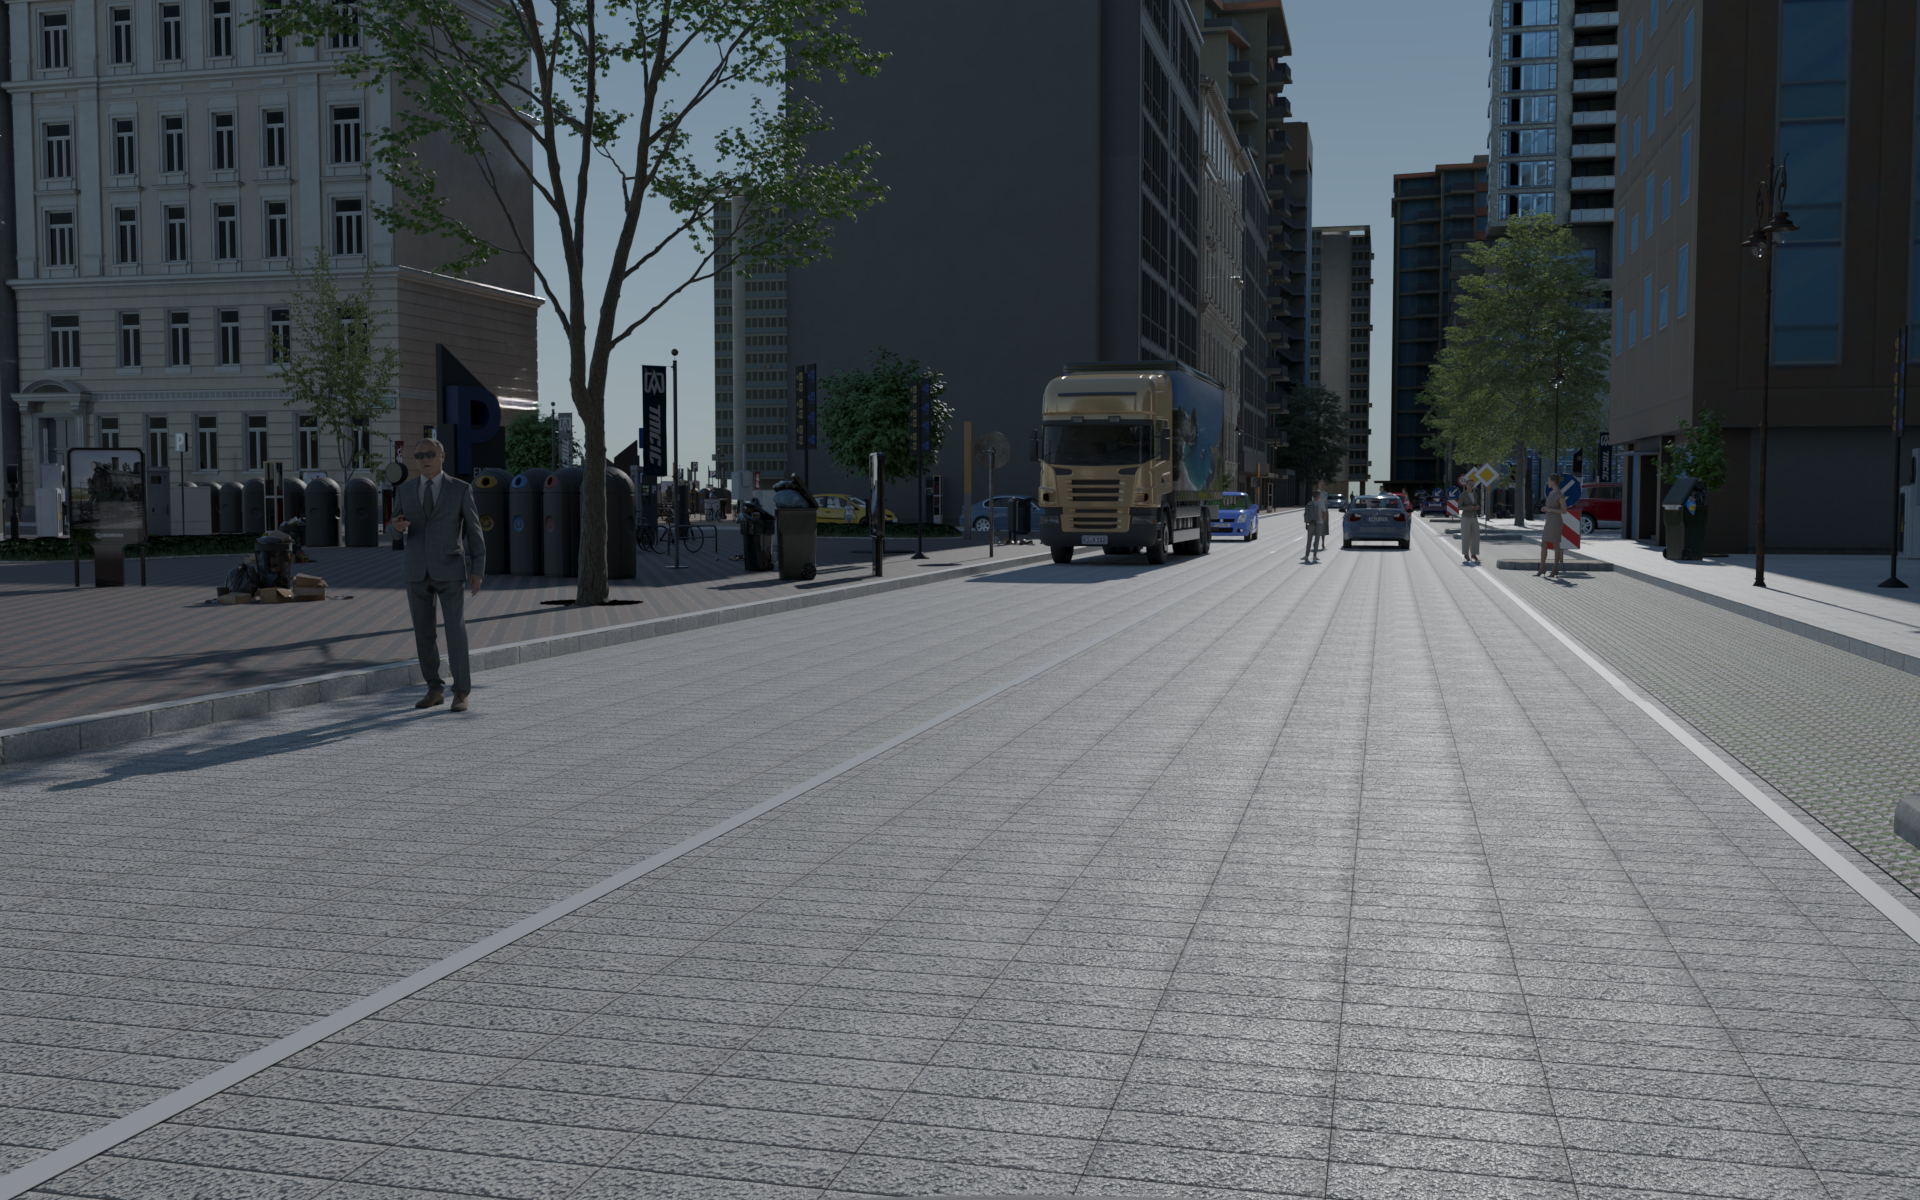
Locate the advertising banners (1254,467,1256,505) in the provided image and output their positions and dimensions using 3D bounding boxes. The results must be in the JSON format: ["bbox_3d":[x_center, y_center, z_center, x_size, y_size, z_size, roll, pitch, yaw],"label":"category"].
[{"bbox_3d":[17.285,-6.444,101.551,0.090,3.025,2.074,1,4,11],"label":"advertising banners"}]

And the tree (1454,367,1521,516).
[{"bbox_3d":[30.138,-9.101,99.158,4.360,8.622,3.978,0,3,0],"label":"tree"}]

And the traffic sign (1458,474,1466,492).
[{"bbox_3d":[32.425,-6.813,111.497,0.768,2.556,0.104,1,4,18],"label":"traffic sign"}]

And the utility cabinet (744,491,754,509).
[{"bbox_3d":[-16.670,-7.848,136.993,1.173,1.500,0.318,1,4,23],"label":"utility cabinet"}]

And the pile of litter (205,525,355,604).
[{"bbox_3d":[-8.157,-0.422,20.860,1.719,0.858,1.176,-1,4,-20],"label":"pile of litter"}]

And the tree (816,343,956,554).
[{"bbox_3d":[-1.650,-3.319,37.982,4.285,4.588,4.351,0,3,0],"label":"tree"}]

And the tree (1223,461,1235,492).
[{"bbox_3d":[13.038,-5.665,87.228,1.663,3.219,1.824,0,3,0],"label":"tree"}]

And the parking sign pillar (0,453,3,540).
[{"bbox_3d":[-20.383,-2.903,35.944,1.447,3.967,1.447,-1,4,-8],"label":"parking sign pillar"}]

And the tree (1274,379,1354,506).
[{"bbox_3d":[38.912,-17.509,192.921,9.857,13.997,8.962,0,3,0],"label":"tree"}]

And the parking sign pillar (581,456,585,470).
[{"bbox_3d":[-26.033,-8.042,119.953,1.447,3.967,1.447,-3,4,-36],"label":"parking sign pillar"}]

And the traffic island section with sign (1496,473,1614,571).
[{"bbox_3d":[11.307,-1.492,33.024,1.989,1.847,2.006,1,4,14],"label":"traffic island section with sign"}]

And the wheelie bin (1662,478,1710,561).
[{"bbox_3d":[14.119,-1.578,33.707,0.693,1.594,0.980,-1,4,-12],"label":"wheelie bin"}]

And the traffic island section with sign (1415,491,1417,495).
[{"bbox_3d":[43.074,-9.359,161.640,1.989,1.847,2.006,1,4,14],"label":"traffic island section with sign"}]

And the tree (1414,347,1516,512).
[{"bbox_3d":[36.038,-12.030,122.446,9.928,11.665,9.643,0,3,0],"label":"tree"}]

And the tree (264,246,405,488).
[{"bbox_3d":[-18.251,-6.166,51.184,4.737,8.622,4.395,0,3,0],"label":"tree"}]

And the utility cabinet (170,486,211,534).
[{"bbox_3d":[-22.503,-2.559,50.516,0.318,1.500,1.173,3,5,43],"label":"utility cabinet"}]

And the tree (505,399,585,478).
[{"bbox_3d":[-14.628,-4.670,60.070,4.285,4.588,4.351,0,3,0],"label":"tree"}]

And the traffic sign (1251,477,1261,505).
[{"bbox_3d":[17.903,-6.282,104.847,0.606,2.300,0.079,2,4,23],"label":"traffic sign"}]

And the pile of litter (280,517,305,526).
[{"bbox_3d":[-12.684,-1.123,32.328,1.176,0.858,1.719,-3,4,-37],"label":"pile of litter"}]

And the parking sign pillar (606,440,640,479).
[{"bbox_3d":[-16.575,-5.984,86.315,1.447,3.967,1.447,1,4,20],"label":"parking sign pillar"}]

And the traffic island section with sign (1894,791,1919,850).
[{"bbox_3d":[4.789,0.125,6.578,1.989,1.847,2.006,1,4,14],"label":"traffic island section with sign"}]

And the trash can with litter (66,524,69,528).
[{"bbox_3d":[-33.285,-3.357,65.947,2.233,1.210,1.678,-2,4,-24],"label":"trash can with litter"}]

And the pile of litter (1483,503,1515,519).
[{"bbox_3d":[27.966,-4.648,89.956,1.719,0.858,1.176,2,4,27],"label":"pile of litter"}]

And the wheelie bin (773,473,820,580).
[{"bbox_3d":[-2.477,-1.112,26.093,0.693,1.594,0.980,-1,4,-9],"label":"wheelie bin"}]

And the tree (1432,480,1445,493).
[{"bbox_3d":[58.041,-13.192,210.289,1.663,3.219,1.824,0,3,0],"label":"tree"}]

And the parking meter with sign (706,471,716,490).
[{"bbox_3d":[-18.624,-8.115,128.947,0.543,3.016,1.738,-1,4,-23],"label":"parking meter with sign"}]

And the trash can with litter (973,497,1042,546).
[{"bbox_3d":[1.324,-2.013,43.963,1.678,1.210,2.233,-1,4,-12],"label":"trash can with litter"}]

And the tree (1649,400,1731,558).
[{"bbox_3d":[15.289,-2.499,35.467,1.663,3.219,1.824,0,3,0],"label":"tree"}]

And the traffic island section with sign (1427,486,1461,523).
[{"bbox_3d":[24.701,-4.809,87.262,1.989,1.847,2.006,1,4,14],"label":"traffic island section with sign"}]

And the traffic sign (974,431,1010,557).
[{"bbox_3d":[0.637,-2.141,35.117,0.768,2.556,0.104,1,4,15],"label":"traffic sign"}]

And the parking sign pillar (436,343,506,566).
[{"bbox_3d":[-8.889,-2.635,31.554,1.447,3.967,1.447,2,4,29],"label":"parking sign pillar"}]

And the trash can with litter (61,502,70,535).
[{"bbox_3d":[-28.066,-2.619,54.202,0.624,1.170,1.055,2,4,27],"label":"trash can with litter"}]

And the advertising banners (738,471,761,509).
[{"bbox_3d":[-15.996,-8.274,131.468,2.074,3.025,0.090,-3,4,-36],"label":"advertising banners"}]

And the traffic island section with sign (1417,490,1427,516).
[{"bbox_3d":[31.164,-6.410,113.434,1.989,1.847,2.006,1,4,14],"label":"traffic island section with sign"}]

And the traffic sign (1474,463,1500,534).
[{"bbox_3d":[16.718,-3.142,55.021,0.795,2.450,0.064,1,4,14],"label":"traffic sign"}]

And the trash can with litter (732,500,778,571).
[{"bbox_3d":[-3.183,-1.082,29.073,1.055,1.170,0.624,-2,4,-27],"label":"trash can with litter"}]

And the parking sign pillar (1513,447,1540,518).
[{"bbox_3d":[29.939,-6.301,91.500,1.447,3.967,1.447,1,4,17],"label":"parking sign pillar"}]

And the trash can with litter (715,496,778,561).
[{"bbox_3d":[-3.941,-1.380,33.626,1.678,1.210,2.233,-1,4,-17],"label":"trash can with litter"}]

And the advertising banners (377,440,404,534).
[{"bbox_3d":[-18.475,-3.644,55.774,0.090,3.025,2.074,1,4,16],"label":"advertising banners"}]

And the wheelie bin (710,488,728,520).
[{"bbox_3d":[-12.117,-4.819,86.690,0.693,1.594,0.980,3,4,38],"label":"wheelie bin"}]

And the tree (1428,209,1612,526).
[{"bbox_3d":[22.901,-9.246,69.295,7.486,12.596,7.792,0,3,0],"label":"tree"}]

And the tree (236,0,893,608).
[{"bbox_3d":[-4.213,-5.742,19.637,9.928,11.665,9.643,0,3,0],"label":"tree"}]

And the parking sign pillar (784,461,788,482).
[{"bbox_3d":[-9.314,-6.688,97.824,1.447,3.967,1.447,-3,5,-44],"label":"parking sign pillar"}]

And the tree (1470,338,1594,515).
[{"bbox_3d":[25.440,-7.855,78.797,4.737,8.622,4.395,0,3,0],"label":"tree"}]

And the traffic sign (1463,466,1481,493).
[{"bbox_3d":[18.633,-3.617,62.774,0.795,2.450,0.064,1,4,14],"label":"traffic sign"}]

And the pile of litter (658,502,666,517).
[{"bbox_3d":[-16.943,-5.177,98.604,1.719,0.858,1.176,2,4,34],"label":"pile of litter"}]

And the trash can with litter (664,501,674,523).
[{"bbox_3d":[-12.663,-3.993,76.670,1.055,1.170,0.624,2,4,31],"label":"trash can with litter"}]

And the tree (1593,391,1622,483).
[{"bbox_3d":[42.264,-10.077,115.117,4.737,8.622,4.395,0,3,0],"label":"tree"}]
